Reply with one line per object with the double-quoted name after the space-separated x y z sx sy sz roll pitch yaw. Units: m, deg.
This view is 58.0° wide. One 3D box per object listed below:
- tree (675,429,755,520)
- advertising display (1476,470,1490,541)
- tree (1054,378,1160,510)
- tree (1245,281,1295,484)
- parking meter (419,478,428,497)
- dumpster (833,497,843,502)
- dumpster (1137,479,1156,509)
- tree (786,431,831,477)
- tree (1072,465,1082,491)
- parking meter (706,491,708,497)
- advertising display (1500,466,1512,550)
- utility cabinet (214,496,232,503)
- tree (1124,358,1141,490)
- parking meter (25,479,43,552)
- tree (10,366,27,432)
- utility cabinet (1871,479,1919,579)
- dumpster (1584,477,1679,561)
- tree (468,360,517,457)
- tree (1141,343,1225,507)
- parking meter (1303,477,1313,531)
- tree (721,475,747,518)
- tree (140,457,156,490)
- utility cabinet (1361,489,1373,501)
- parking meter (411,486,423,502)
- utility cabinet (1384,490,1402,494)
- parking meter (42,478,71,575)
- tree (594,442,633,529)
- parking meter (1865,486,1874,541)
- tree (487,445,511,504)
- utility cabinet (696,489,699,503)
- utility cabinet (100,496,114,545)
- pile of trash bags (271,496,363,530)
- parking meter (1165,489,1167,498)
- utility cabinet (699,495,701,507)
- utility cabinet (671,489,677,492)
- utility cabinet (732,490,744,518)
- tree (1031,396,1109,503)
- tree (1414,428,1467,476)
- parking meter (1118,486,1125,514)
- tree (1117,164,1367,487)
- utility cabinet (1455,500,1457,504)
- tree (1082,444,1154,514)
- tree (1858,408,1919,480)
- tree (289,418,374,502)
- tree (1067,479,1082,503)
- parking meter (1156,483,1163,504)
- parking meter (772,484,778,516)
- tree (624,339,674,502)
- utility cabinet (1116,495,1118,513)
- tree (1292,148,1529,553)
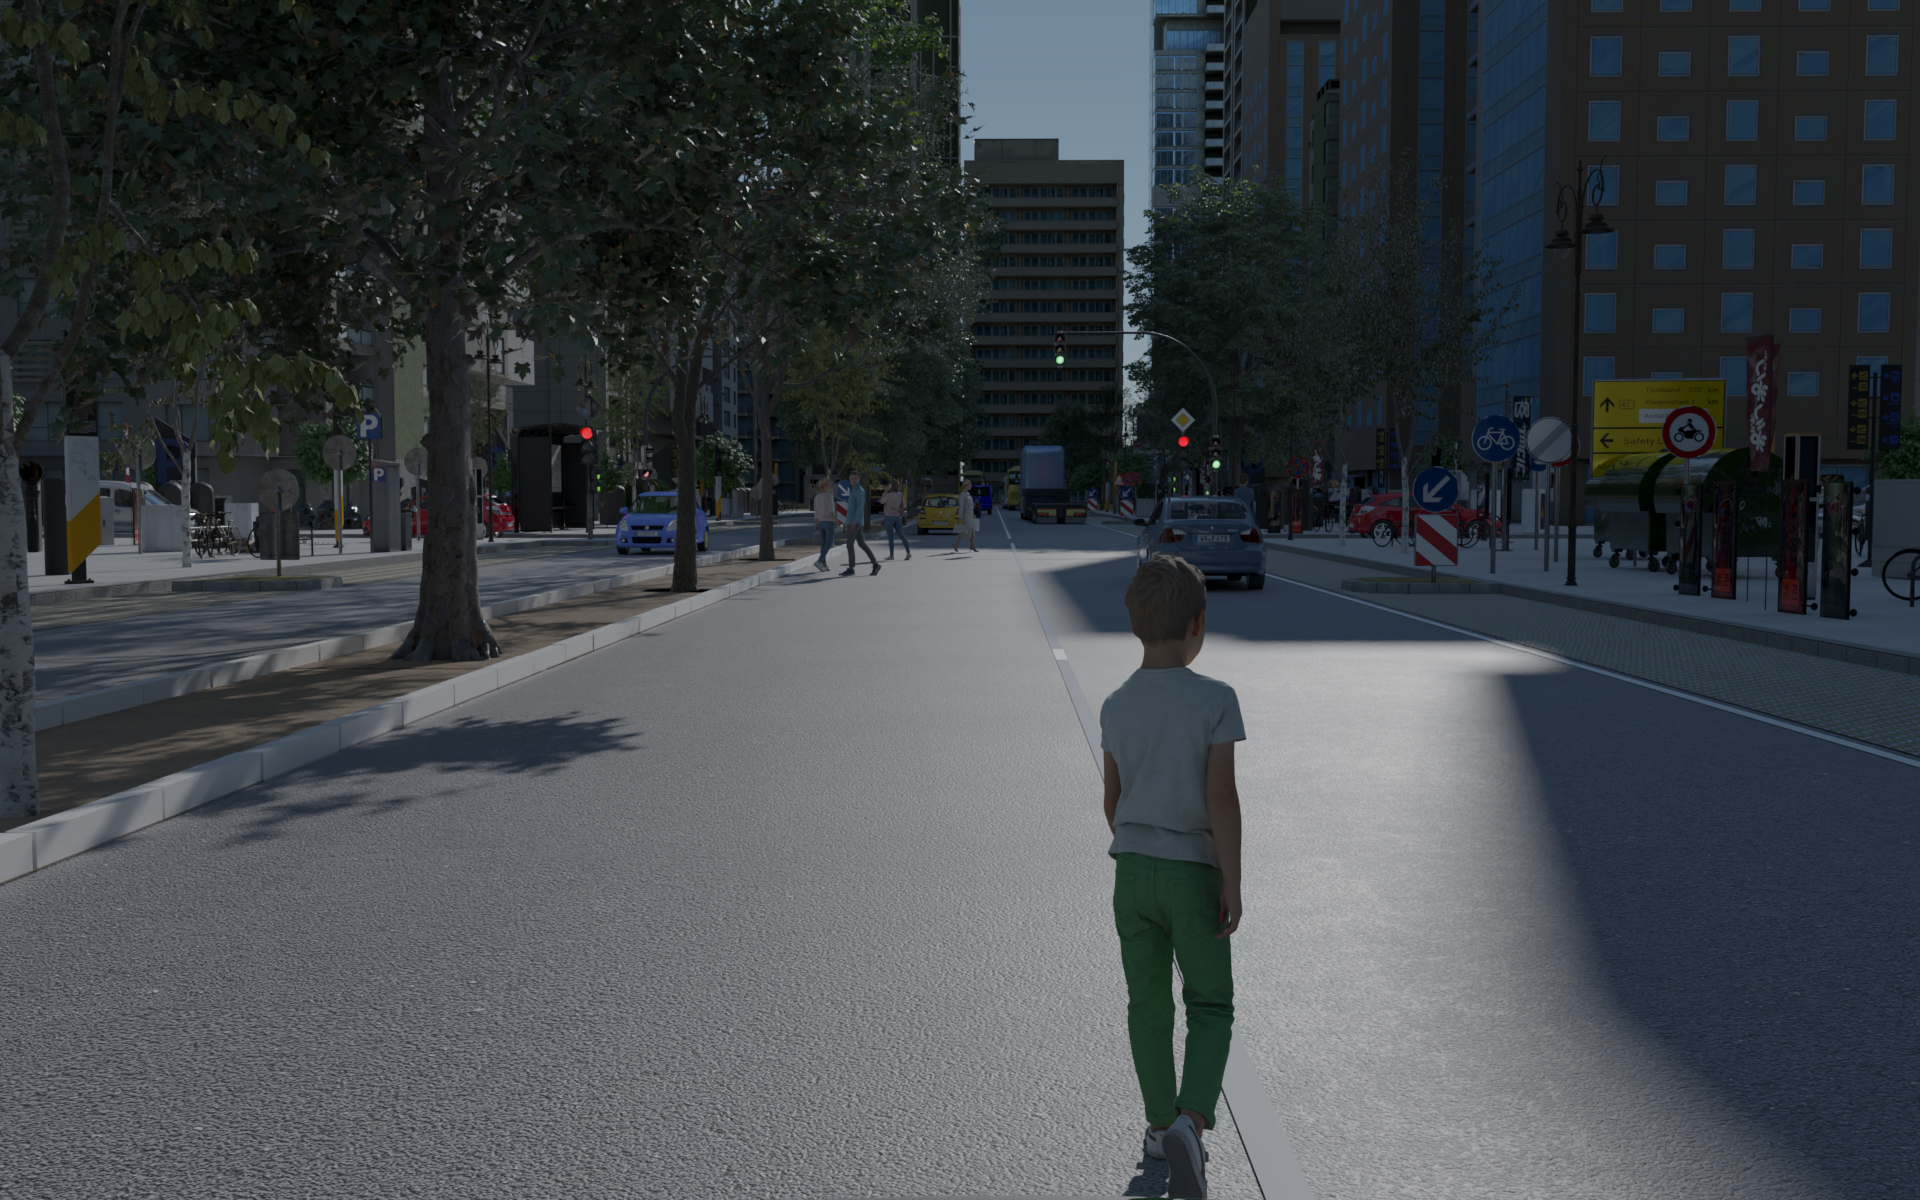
-11.991 -6.304 86.778 4.285 4.588 4.351 0 3 0 "tree"
14.398 -2.598 47.688 0.123 1.923 0.974 0 4 3 "advertising display"
11.663 -12.551 139.619 8.767 10.594 7.601 -1 4 -20 "tree"
9.455 -5.671 43.076 4.360 8.622 3.978 0 3 0 "tree"
-19.188 -3.447 62.062 0.399 1.863 0.255 0 4 -8 "parking meter"
-9.057 -6.904 121.090 1.865 1.857 1.264 0 4 2 "dumpster"
11.875 -6.546 109.523 1.502 2.255 1.985 0 4 1 "dumpster"
-10.986 -12.791 143.538 7.601 10.594 8.767 0 4 3 "tree"
12.223 -11.001 163.579 4.285 4.588 4.351 0 3 0 "tree"
-18.071 -6.993 122.743 0.372 1.533 0.369 0 3 0 "parking meter"
12.568 -2.119 39.861 0.123 1.923 0.974 1 4 10 "advertising display"
-29.864 -3.585 69.772 1.020 1.237 0.306 -1 4 -17 "utility cabinet"
10.256 -8.529 89.817 4.360 8.622 3.978 0 3 0 "tree"
-20.638 -2.011 38.589 0.255 1.863 0.399 -1 4 -17 "parking meter"
-19.330 -2.999 32.745 4.285 4.588 4.351 0 3 0 "tree"
14.299 -1.065 26.099 0.318 1.500 1.173 -1 4 -9 "utility cabinet"
13.352 -1.932 34.089 1.502 2.255 1.985 0 4 1 "dumpster"
-25.130 -8.519 89.655 4.360 8.622 3.978 0 3 0 "tree"
10.266 -7.766 77.329 4.360 8.622 3.978 0 3 0 "tree"
12.134 -3.346 60.419 0.255 1.863 0.399 3 4 38 "parking meter"
-12.650 -6.105 94.417 1.663 3.219 1.824 0 3 0 "tree"
-29.932 -4.321 65.252 1.663 3.219 1.824 0 3 0 "tree"
18.501 -4.282 78.692 0.318 1.500 1.173 2 4 23 "utility cabinet"
-17.689 -2.937 56.428 0.372 1.533 0.369 0 3 0 "parking meter"
22.765 -5.001 90.447 1.173 1.500 0.318 2 4 31 "utility cabinet"
-14.320 -1.165 27.457 0.372 1.533 0.369 0 3 0 "parking meter"
-13.260 -4.286 64.684 1.663 3.219 1.824 0 3 0 "tree"
25.218 -2.412 47.854 0.372 1.533 0.369 0 3 0 "parking meter"
-18.016 -4.525 68.583 1.663 3.219 1.824 0 3 0 "tree"
-12.818 -4.493 82.145 0.318 1.500 1.173 -3 5 -42 "utility cabinet"
-21.637 -1.962 43.248 0.306 1.237 1.020 1 4 21 "utility cabinet"
-23.181 -3.191 61.926 1.912 1.369 3.447 2 4 30 "pile of trash bags"
11.125 -5.270 94.575 0.372 1.533 0.369 0 3 0 "parking meter"
-16.235 -5.782 105.689 1.020 1.237 0.306 -3 4 -38 "utility cabinet"
-13.048 -4.402 80.657 0.318 1.500 1.173 2 4 25 "utility cabinet"
-11.583 -5.001 90.448 0.318 1.500 1.173 0 4 8 "utility cabinet"
12.610 -17.360 200.844 9.611 12.733 9.660 0 3 0 "tree"
24.263 -6.226 85.508 4.285 4.588 4.351 0 3 0 "tree"
10.137 -6.306 108.810 0.399 1.863 0.255 -2 4 -28 "parking meter"
10.846 -9.821 67.224 9.857 13.997 8.962 0 3 0 "tree"
26.016 -4.918 91.574 0.306 1.237 1.020 2 4 26 "utility cabinet"
11.109 -7.963 113.909 4.285 4.588 4.351 0 3 0 "tree"
35.392 -4.947 64.591 4.285 4.588 4.351 0 3 0 "tree"
-24.089 -5.074 66.674 4.285 4.588 4.351 0 3 0 "tree"
12.162 -11.612 184.456 1.663 3.219 1.824 0 3 0 "tree"
9.958 -4.901 85.842 0.399 1.863 0.255 3 4 39 "parking meter"
-11.009 -5.934 102.724 0.399 1.863 0.255 0 4 6 "parking meter"
-13.559 -7.355 70.614 4.737 8.622 4.395 0 3 0 "tree"
11.057 -6.614 119.308 1.020 1.237 0.306 1 4 13 "utility cabinet"
9.647 -5.297 36.962 4.360 8.622 3.978 0 3 0 "tree"
